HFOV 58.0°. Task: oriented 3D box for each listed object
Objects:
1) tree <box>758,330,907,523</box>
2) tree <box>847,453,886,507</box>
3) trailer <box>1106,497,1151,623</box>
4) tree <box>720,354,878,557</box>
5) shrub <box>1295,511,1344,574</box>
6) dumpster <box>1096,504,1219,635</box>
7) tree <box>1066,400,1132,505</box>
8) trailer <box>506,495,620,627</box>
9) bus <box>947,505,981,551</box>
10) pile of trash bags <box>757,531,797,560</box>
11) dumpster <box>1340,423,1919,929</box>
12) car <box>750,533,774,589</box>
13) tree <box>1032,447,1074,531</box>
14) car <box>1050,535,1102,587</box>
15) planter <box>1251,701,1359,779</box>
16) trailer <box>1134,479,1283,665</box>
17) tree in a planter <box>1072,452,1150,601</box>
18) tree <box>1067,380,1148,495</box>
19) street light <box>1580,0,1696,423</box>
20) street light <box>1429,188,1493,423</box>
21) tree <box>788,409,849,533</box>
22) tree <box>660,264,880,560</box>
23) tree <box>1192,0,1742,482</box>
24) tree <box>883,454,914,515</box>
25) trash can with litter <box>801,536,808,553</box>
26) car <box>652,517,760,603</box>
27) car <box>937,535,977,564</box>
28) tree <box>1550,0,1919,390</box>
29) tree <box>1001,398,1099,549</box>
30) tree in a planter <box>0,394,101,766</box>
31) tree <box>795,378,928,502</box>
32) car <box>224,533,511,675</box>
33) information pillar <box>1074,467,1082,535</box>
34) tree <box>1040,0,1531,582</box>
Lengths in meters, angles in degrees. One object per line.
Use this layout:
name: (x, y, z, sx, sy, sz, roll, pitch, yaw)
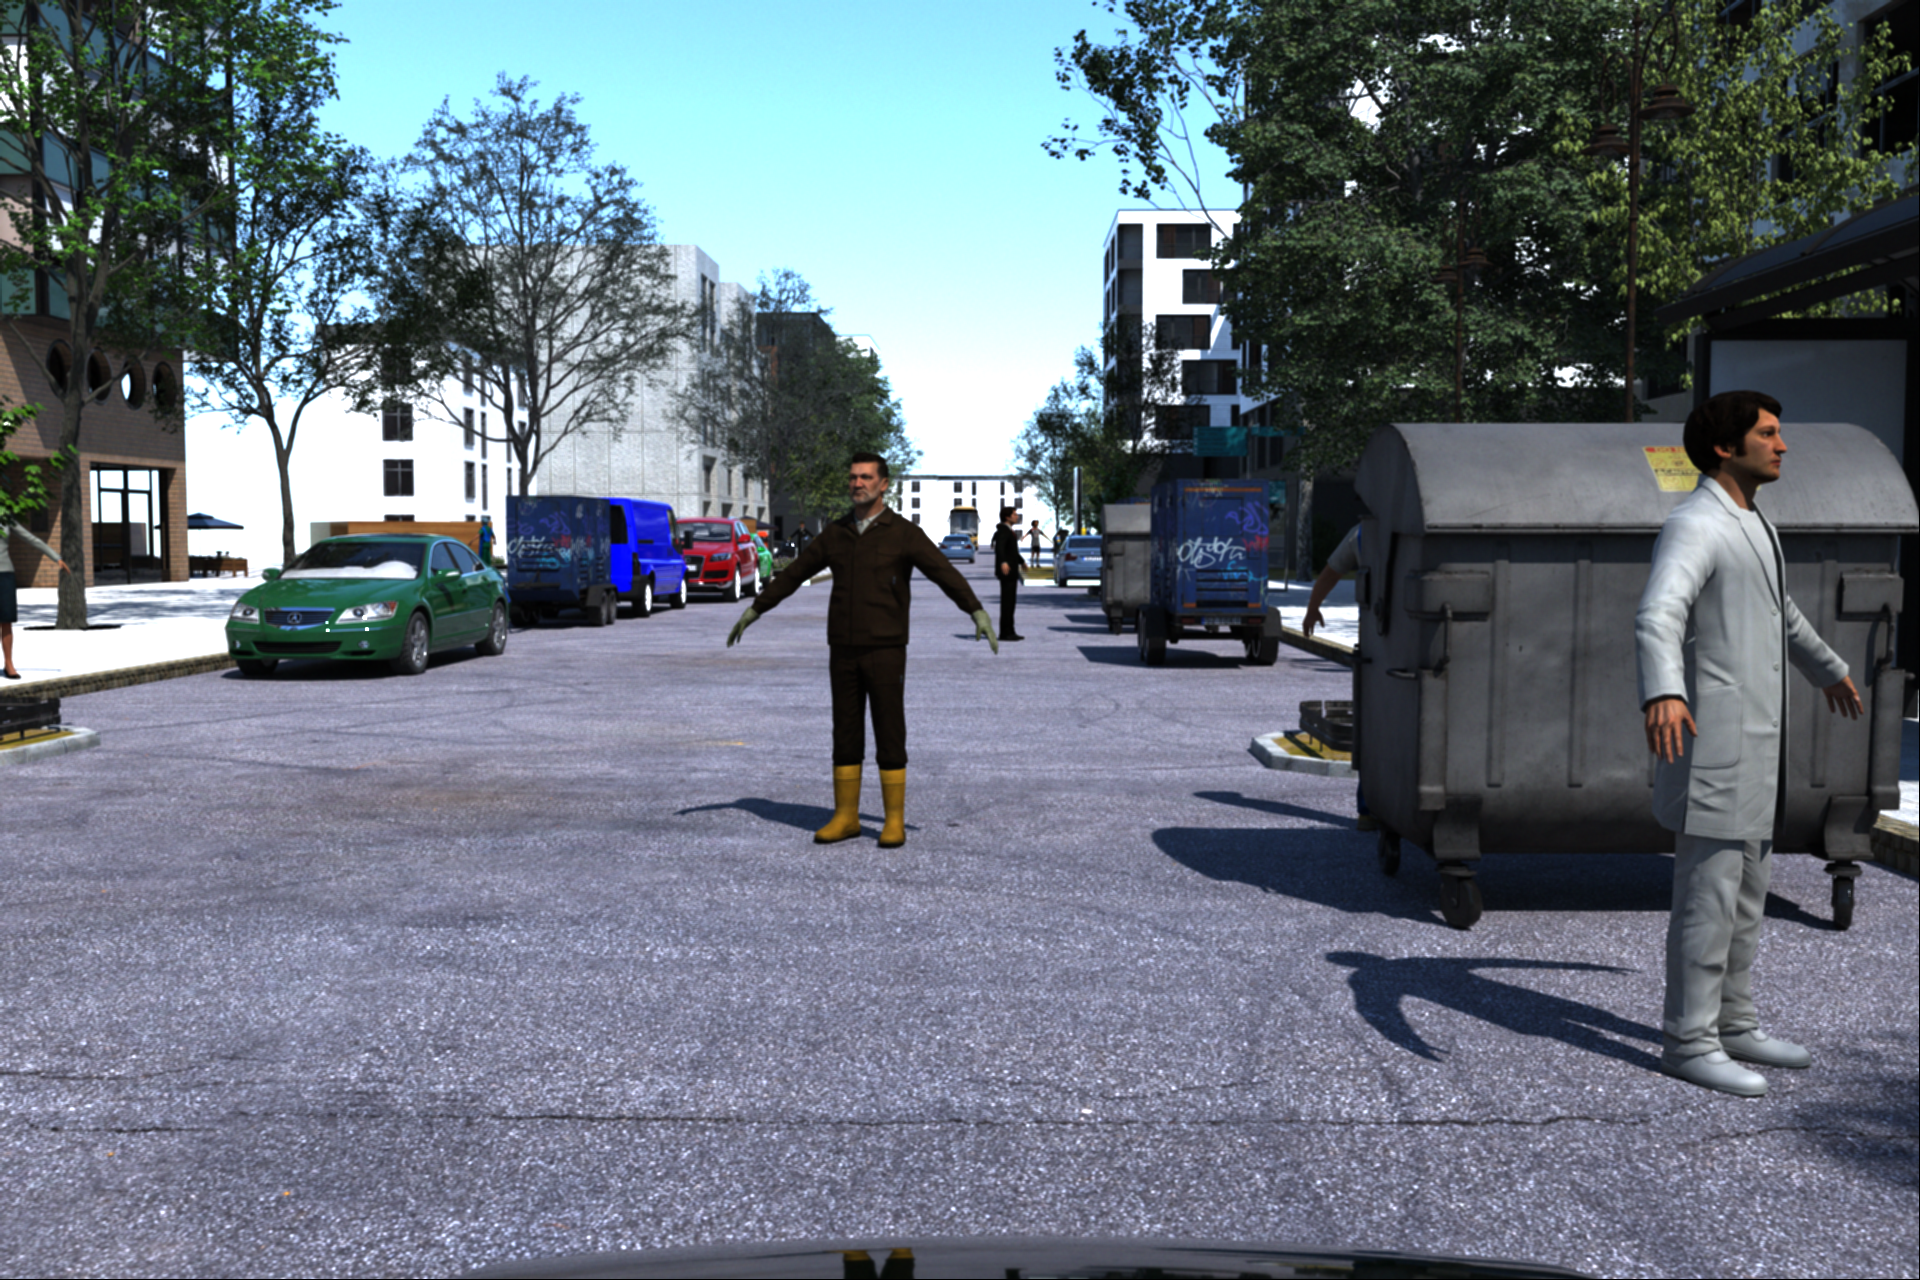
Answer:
tree: (-8.091, -12.426, 109.822, 9.857, 13.997, 8.962, 0, 3, 0)
tree: (-7.666, -11.630, 140.518, 4.737, 8.622, 4.395, 0, 3, 0)
trailer: (3.102, -1.319, 28.615, 1.471, 1.999, 3.904, 0, 4, 0)
tree: (-8.493, -9.558, 90.683, 8.767, 10.594, 7.601, 0, 4, -1)
shrub: (11.505, -3.119, 55.408, 1.690, 2.028, 1.600, 0, 3, 0)
dumpster: (2.934, -1.029, 25.035, 1.865, 1.857, 1.264, 0, 4, 0)
tree: (7.732, -8.723, 92.978, 4.737, 8.622, 4.395, 0, 3, 0)
trailer: (-6.216, -1.181, 26.358, 1.471, 1.999, 3.904, 0, 4, 1)
bus: (0.412, -9.854, 152.659, 2.896, 3.916, 12.252, 0, 4, 1)
pile of trash bags: (-6.673, -3.098, 60.406, 1.912, 1.369, 3.447, 0, 4, 1)
dumpster: (2.515, 0.090, 6.751, 1.865, 1.857, 1.264, 0, 4, 0)
car: (-5.848, -2.158, 44.083, 1.959, 1.807, 4.718, 0, 4, 1)
tree: (7.898, -11.572, 139.558, 4.360, 8.622, 3.978, 0, 3, 0)
car: (3.534, -2.201, 47.997, 2.014, 1.417, 4.499, 0, 4, 1)
planter: (2.898, 0.619, 11.011, 1.991, 0.319, 1.994, 0, 4, 2)
trailer: (2.744, -0.789, 19.944, 1.471, 1.999, 3.904, 0, 4, 0)
tree in a planter: (3.464, -2.472, 37.643, 1.991, 3.239, 1.994, 0, 4, 0)
tree: (7.359, -8.037, 81.759, 4.360, 8.622, 3.978, 0, 3, 0)
street light: (5.941, -2.604, 15.360, 0.468, 5.910, 1.993, 0, 4, 1)
street light: (6.792, -3.110, 23.639, 0.468, 5.910, 1.993, 0, 4, 1)
tree: (-7.803, -8.990, 97.343, 4.737, 8.622, 4.395, 0, 3, 0)
tree: (-8.453, -10.273, 78.330, 12.009, 13.543, 11.850, 0, 3, 0)
tree: (8.695, -7.575, 30.509, 9.857, 13.997, 8.962, 0, 3, 0)
tree: (-6.835, -12.448, 153.886, 4.360, 8.622, 3.978, 0, 3, 0)
trash can with litter: (-5.926, -3.465, 67.708, 1.678, 1.210, 2.233, 0, 4, 1)
car: (-5.626, -1.788, 37.915, 2.281, 1.827, 5.304, 0, 4, 1)
car: (-0.152, -4.494, 85.479, 2.014, 1.417, 4.499, 0, 4, 1)
tree: (8.702, -4.214, 19.263, 4.737, 8.622, 4.395, 0, 3, 0)
tree: (8.625, -14.883, 153.698, 12.009, 13.543, 11.850, 0, 3, 0)
tree in a planter: (-6.823, -0.853, 11.172, 1.991, 3.239, 1.994, 0, 4, 1)
tree: (-7.394, -13.454, 130.345, 12.009, 13.543, 11.850, 0, 3, 0)
car: (-6.371, -0.447, 19.111, 2.131, 1.459, 4.920, 0, 4, 1)
information pillar: (4.151, -4.264, 61.035, 0.184, 3.620, 1.656, 0, 3, 0)
tree: (8.392, -11.560, 44.901, 12.611, 20.169, 13.585, 0, 3, 0)
